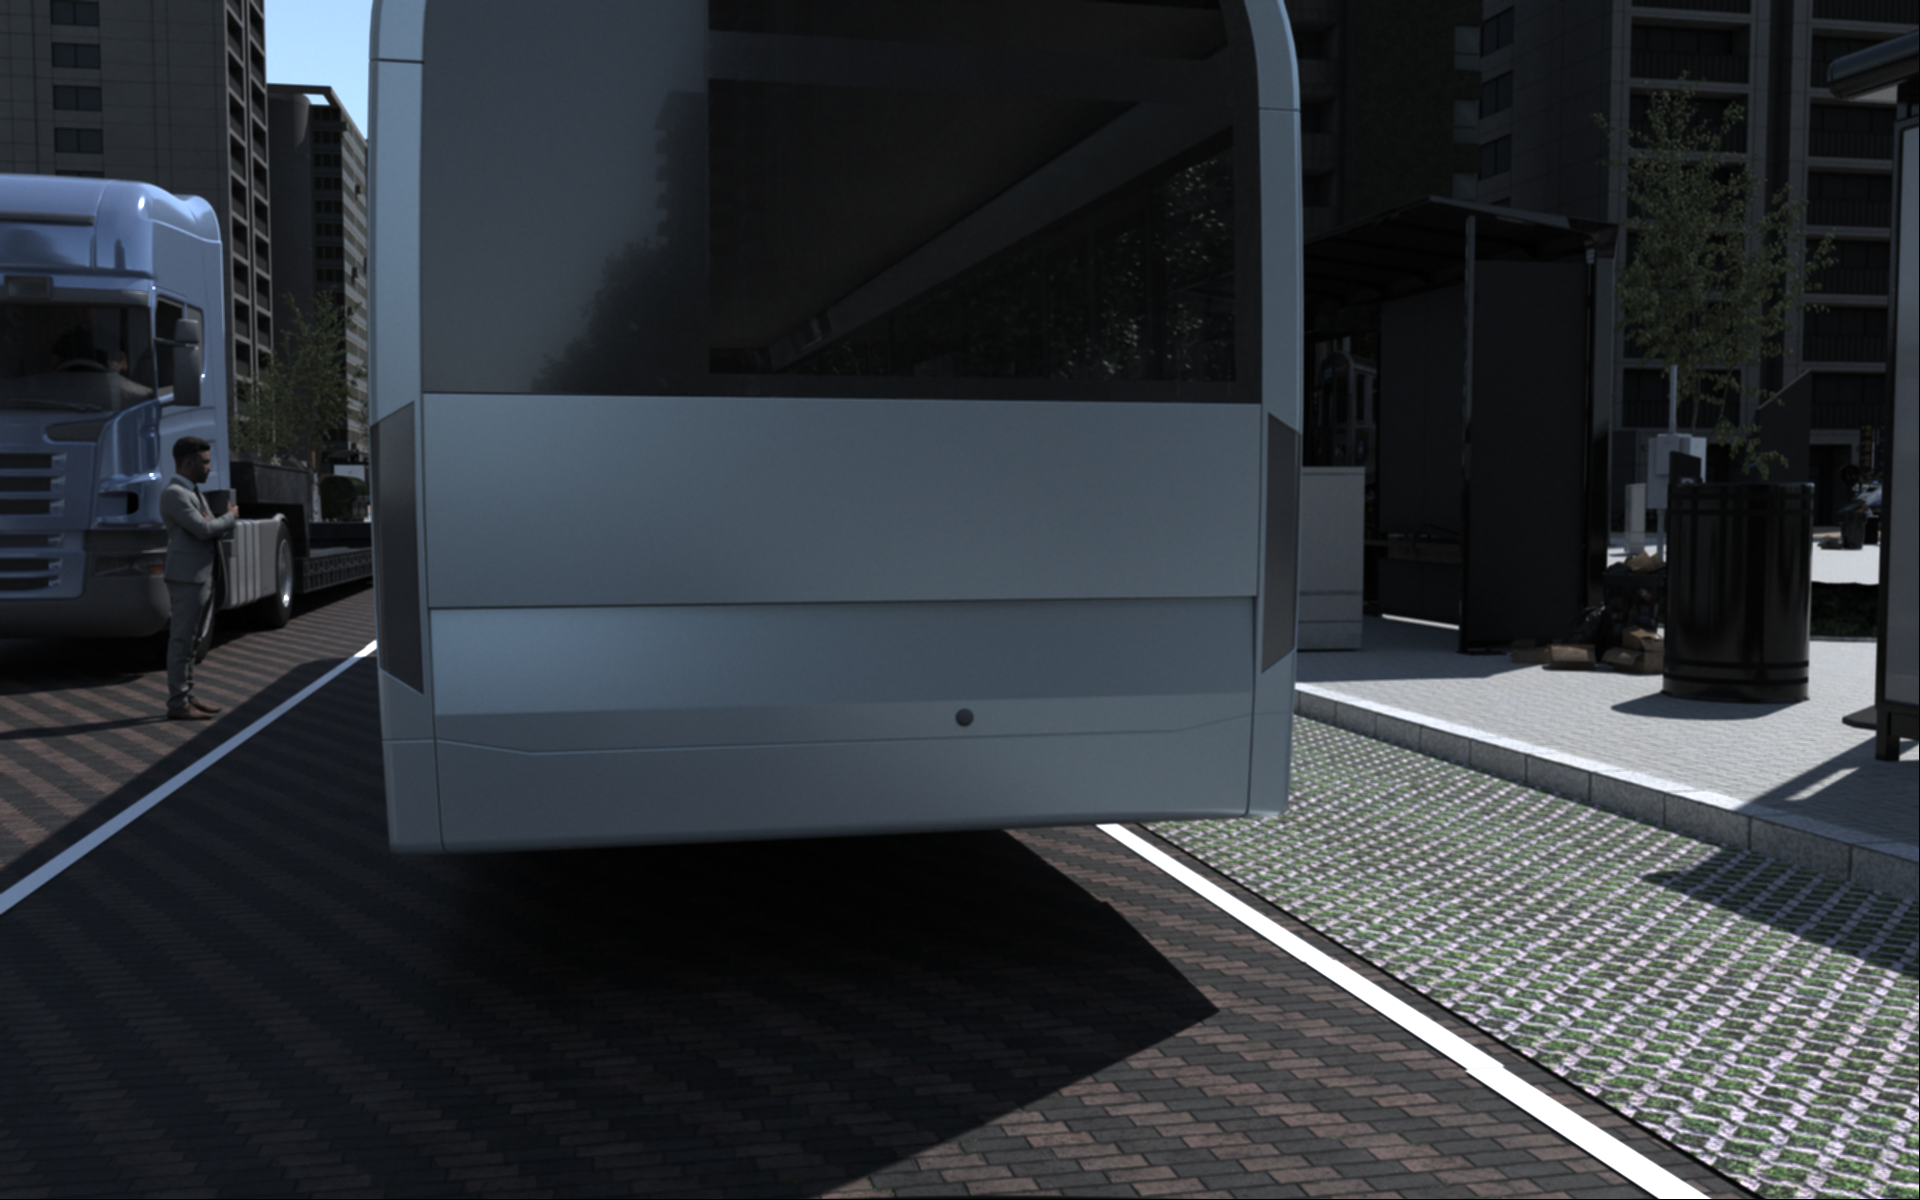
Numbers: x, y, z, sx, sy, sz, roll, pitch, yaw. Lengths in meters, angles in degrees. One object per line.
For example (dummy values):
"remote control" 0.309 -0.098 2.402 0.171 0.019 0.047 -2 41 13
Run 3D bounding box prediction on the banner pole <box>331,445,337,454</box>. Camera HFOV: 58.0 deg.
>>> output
"banner pole" -31.988 -6.047 88.891 0.863 3.779 0.401 1 4 16

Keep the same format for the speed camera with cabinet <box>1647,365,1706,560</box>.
"speed camera with cabinet" 11.550 -1.954 26.287 0.660 3.252 2.038 -3 5 -42

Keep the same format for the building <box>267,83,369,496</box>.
"building" -67.649 -28.640 160.145 23.993 40.220 32.217 -1 4 -12

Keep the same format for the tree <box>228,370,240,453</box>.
"tree" -39.467 -9.017 97.785 4.737 8.622 4.395 0 3 0

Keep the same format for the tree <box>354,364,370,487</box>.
"tree" -30.450 -8.705 92.684 4.360 8.622 3.978 0 3 0

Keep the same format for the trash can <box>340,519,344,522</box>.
"trash can" -27.310 -3.926 75.844 0.748 1.137 0.748 0 3 0

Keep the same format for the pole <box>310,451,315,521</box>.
"pole" -30.931 -5.443 82.830 0.158 3.312 0.155 0 3 0

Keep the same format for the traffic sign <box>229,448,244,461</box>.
"traffic sign" -15.323 -1.997 36.290 0.795 2.450 0.064 -1 4 -12

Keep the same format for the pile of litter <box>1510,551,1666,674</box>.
"pile of litter" 4.856 0.071 12.798 1.176 0.858 1.719 -1 4 -19

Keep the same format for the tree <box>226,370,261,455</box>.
"tree" -44.225 -9.396 103.994 4.360 8.622 3.978 0 3 0

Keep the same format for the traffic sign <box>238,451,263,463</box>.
"traffic sign" -20.949 -3.116 51.057 0.768 2.556 0.104 -1 4 -12

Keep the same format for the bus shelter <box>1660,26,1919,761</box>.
"bus shelter" 5.509 -1.794 6.964 2.179 5.291 8.768 -1 4 -12

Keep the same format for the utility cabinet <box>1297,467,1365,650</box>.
"utility cabinet" 2.677 -0.333 14.131 1.173 1.500 0.318 -1 4 -9

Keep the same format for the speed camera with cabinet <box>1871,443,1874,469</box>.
"speed camera with cabinet" 35.794 -4.426 66.706 2.038 3.252 0.660 1 4 12

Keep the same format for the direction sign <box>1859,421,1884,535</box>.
"direction sign" 28.521 -3.793 54.017 0.876 3.537 0.379 2 4 30

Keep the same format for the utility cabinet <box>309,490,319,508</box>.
"utility cabinet" -33.221 -4.856 88.066 1.173 1.500 0.318 -2 4 -31

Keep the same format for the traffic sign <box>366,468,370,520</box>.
"traffic sign" -29.578 -5.283 86.383 0.884 2.594 0.081 0 4 -3

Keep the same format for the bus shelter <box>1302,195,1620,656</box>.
"bus shelter" 3.888 -1.564 16.851 1.731 3.624 6.357 -1 4 -12

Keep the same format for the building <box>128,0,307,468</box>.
"building" -58.139 -41.800 121.684 20.563 71.187 20.611 -1 4 -12

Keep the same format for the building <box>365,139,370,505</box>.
"building" -76.125 -34.332 215.952 28.867 44.769 22.147 -1 4 -12

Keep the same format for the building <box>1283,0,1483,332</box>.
"building" 10.076 -17.999 65.992 14.107 30.474 14.160 -1 4 -12

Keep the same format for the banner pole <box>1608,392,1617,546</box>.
"banner pole" 16.088 -3.230 42.831 0.401 3.779 0.863 1 4 23

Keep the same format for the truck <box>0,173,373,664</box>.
"truck" -9.015 -1.923 21.202 2.967 4.110 18.799 -1 4 -12

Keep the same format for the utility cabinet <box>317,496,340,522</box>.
"utility cabinet" -27.138 -3.860 74.266 0.306 1.237 1.020 3 5 42

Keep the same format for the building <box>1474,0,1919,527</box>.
"building" 33.635 -38.998 75.875 20.611 71.187 20.563 -1 4 -12

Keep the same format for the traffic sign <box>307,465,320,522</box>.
"traffic sign" -25.737 -4.126 68.642 0.795 2.450 0.064 0 4 -8

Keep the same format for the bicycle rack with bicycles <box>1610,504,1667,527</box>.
"bicycle rack with bicycles" 24.199 -2.975 62.018 2.852 0.926 2.925 -1 4 -10

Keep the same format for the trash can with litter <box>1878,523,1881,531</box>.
"trash can with litter" 32.179 -2.979 60.100 1.055 1.170 0.624 1 4 18

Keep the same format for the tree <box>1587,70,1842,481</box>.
"tree" 12.861 -4.894 30.378 4.737 8.622 4.395 0 3 0

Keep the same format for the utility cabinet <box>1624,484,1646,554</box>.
"utility cabinet" 14.344 -1.722 36.840 0.318 1.500 1.173 1 4 16

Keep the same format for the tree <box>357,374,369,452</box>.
"tree" -34.318 -11.903 111.623 9.611 12.733 9.660 0 3 0

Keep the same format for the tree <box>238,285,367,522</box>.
"tree" -22.864 -6.771 61.067 4.737 8.622 4.395 0 3 0

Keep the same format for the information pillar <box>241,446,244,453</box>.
"information pillar" -34.846 -5.681 84.235 0.183 3.616 0.504 -2 4 -30

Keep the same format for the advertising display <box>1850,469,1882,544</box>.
"advertising display" 23.389 -2.401 44.474 0.974 1.923 0.123 1 4 16

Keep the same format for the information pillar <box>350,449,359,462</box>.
"information pillar" -31.095 -5.973 89.017 0.183 3.616 0.504 3 5 42

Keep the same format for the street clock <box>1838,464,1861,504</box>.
"street clock" 21.760 -2.315 42.416 0.471 2.002 0.358 1 4 17

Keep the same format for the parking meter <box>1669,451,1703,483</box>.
"parking meter" 9.858 -1.091 23.552 0.399 1.863 0.255 0 4 8

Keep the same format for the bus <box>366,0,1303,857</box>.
"bus" -1.784 -0.994 11.111 2.948 3.499 13.247 -1 4 -13

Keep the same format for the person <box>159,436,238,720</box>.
"person" -4.873 -0.149 11.121 0.466 1.800 0.511 -2 4 -25

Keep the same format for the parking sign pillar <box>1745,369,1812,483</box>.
"parking sign pillar" 17.677 -2.996 37.462 1.447 3.967 1.447 -1 4 -15

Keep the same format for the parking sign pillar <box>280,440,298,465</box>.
"parking sign pillar" -32.661 -5.866 84.377 1.447 3.967 1.447 0 4 -2

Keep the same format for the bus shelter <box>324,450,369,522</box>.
"bus shelter" -28.616 -5.388 82.016 2.014 3.302 5.546 -1 4 -12

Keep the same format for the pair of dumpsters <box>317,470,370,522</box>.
"pair of dumpsters" -24.285 -4.021 68.230 1.574 2.255 4.437 -1 4 -12

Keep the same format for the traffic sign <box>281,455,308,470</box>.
"traffic sign" -16.983 -2.475 44.101 0.795 2.450 0.064 -1 4 -12

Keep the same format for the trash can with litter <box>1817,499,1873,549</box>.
"trash can with litter" 20.528 -1.761 40.187 1.055 1.170 0.624 -1 4 -9
